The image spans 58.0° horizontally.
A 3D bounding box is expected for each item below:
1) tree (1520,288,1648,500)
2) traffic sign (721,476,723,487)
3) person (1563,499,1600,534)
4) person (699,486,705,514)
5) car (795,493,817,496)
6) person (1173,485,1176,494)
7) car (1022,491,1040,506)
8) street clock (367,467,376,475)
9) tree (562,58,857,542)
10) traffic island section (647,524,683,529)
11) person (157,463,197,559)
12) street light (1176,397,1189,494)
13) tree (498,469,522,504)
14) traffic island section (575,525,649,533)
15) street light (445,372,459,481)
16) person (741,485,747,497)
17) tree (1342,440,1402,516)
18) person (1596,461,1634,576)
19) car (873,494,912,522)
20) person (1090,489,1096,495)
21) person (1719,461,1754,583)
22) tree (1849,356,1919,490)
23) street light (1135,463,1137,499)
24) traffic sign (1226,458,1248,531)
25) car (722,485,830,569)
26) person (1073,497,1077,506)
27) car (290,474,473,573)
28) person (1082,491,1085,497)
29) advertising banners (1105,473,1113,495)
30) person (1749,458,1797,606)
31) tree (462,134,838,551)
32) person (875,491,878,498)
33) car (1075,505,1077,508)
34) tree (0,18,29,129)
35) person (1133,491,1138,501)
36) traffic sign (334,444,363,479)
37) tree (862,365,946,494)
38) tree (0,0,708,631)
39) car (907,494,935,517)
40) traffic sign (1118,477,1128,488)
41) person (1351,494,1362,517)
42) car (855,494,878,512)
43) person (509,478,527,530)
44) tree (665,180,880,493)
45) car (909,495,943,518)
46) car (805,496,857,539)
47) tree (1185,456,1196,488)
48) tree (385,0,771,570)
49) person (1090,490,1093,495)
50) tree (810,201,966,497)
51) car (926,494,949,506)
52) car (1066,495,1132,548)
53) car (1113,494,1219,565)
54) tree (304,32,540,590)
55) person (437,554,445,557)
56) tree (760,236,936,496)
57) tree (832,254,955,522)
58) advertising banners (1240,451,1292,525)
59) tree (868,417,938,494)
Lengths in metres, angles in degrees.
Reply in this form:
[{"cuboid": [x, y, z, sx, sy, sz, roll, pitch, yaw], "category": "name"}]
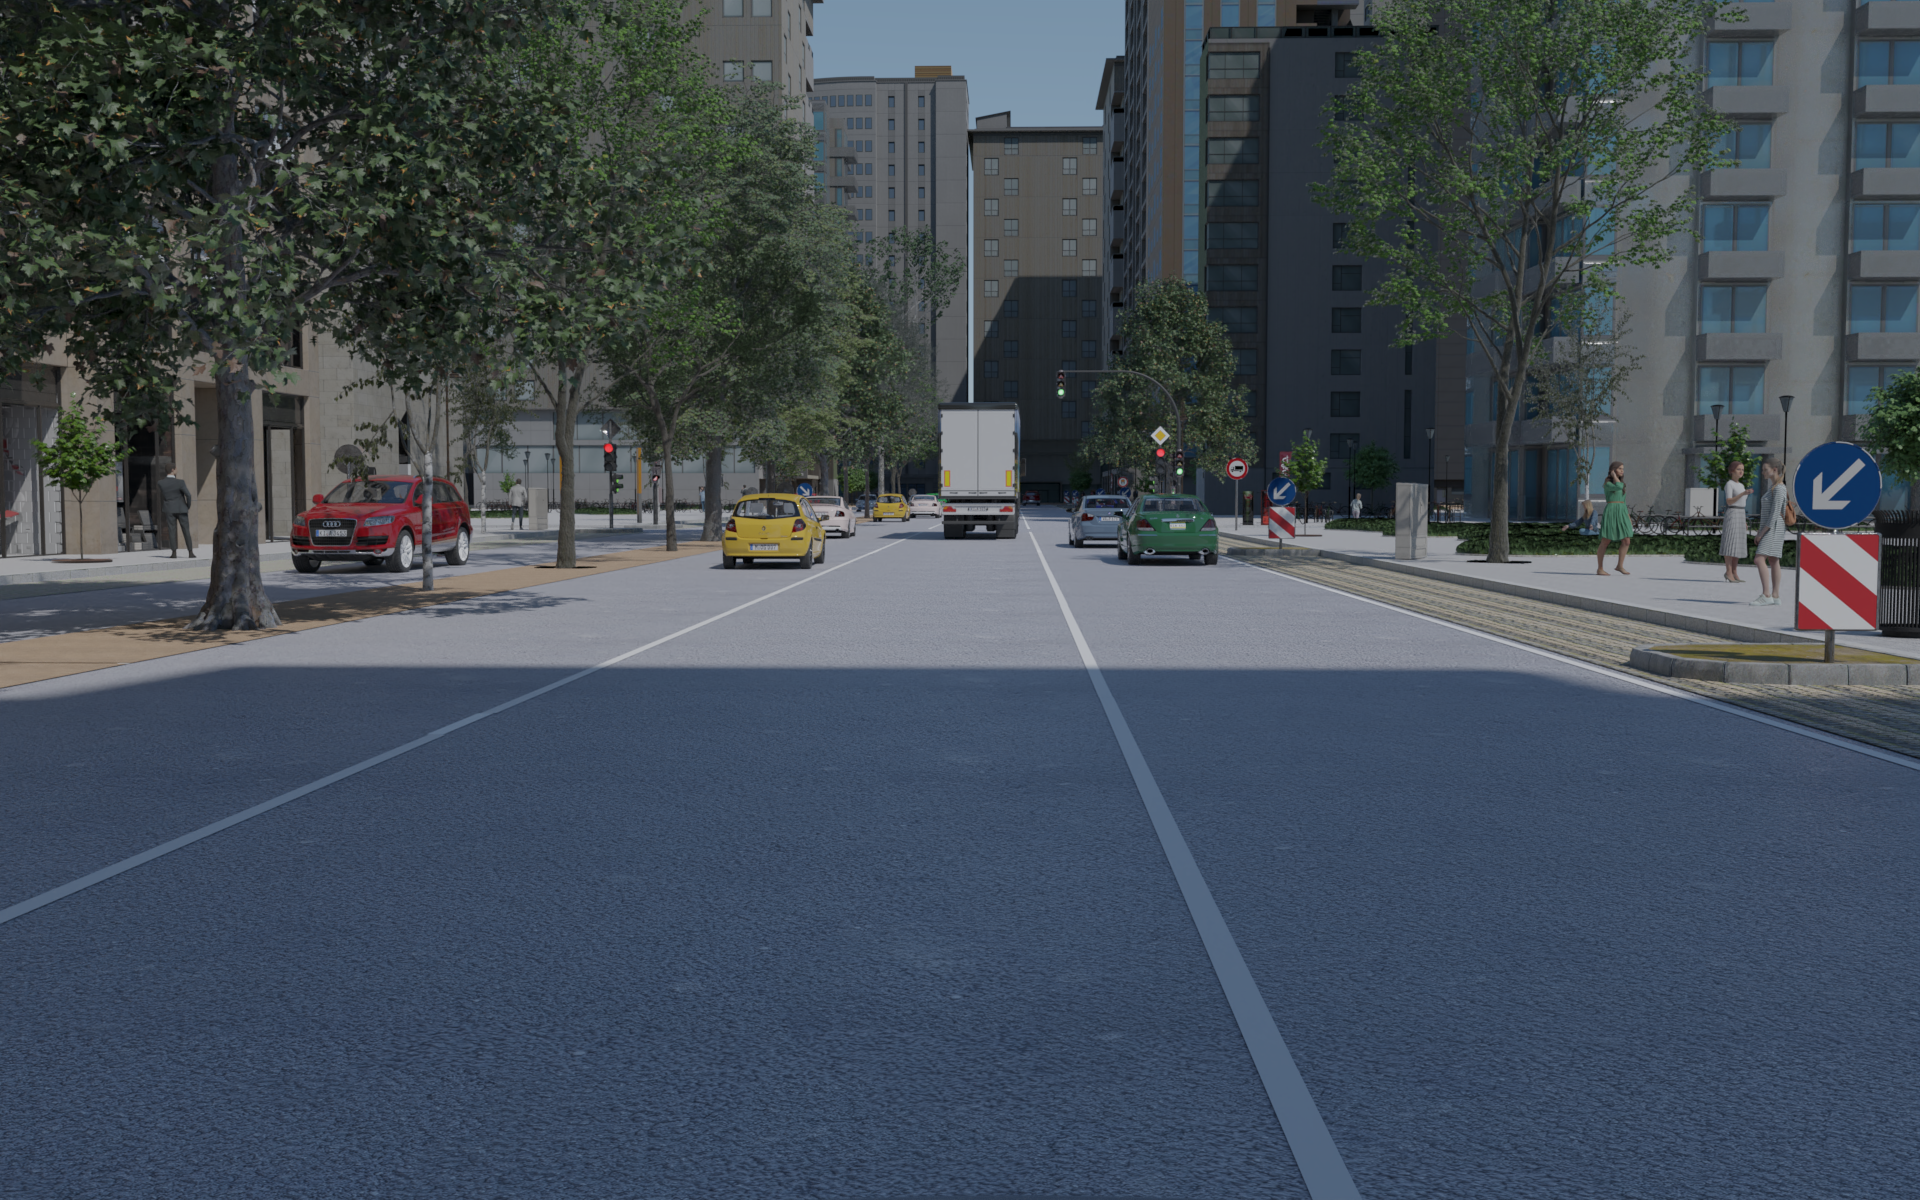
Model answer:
[{"cuboid": [21.577, -6.712, 60.108, 4.360, 8.622, 3.978, 0, 3, 0], "category": "tree"}, {"cuboid": [-13.786, -5.904, 98.654, 0.606, 2.300, 0.079, 0, 4, 3], "category": "traffic sign"}, {"cuboid": [15.062, -1.842, 41.664, 0.738, 1.151, 1.012, 0, 4, -7], "category": "person"}, {"cuboid": [-16.437, -6.435, 111.520, 0.793, 1.790, 0.793, 0, 4, -5], "category": "person"}, {"cuboid": [-8.825, -5.440, 97.987, 2.155, 1.783, 4.494, 0, 4, 3], "category": "car"}, {"cuboid": [12.642, -5.838, 101.678, 0.466, 1.800, 0.511, -1, 4, -15], "category": "person"}, {"cuboid": [8.685, -12.366, 210.850, 2.281, 1.827, 5.304, 0, 3, 0], "category": "car"}, {"cuboid": [-15.687, -2.543, 46.155, 0.358, 2.002, 0.471, -1, 4, -10], "category": "street clock"}, {"cuboid": [-7.470, -8.728, 51.822, 9.857, 13.997, 8.962, 0, 3, 0], "category": "tree"}, {"cuboid": [-12.741, -3.066, 72.404, 2.009, 0.180, 2.903, 0, 4, 2], "category": "traffic island section"}, {"cuboid": [-15.651, -1.786, 34.601, 0.648, 1.900, 0.474, -1, 4, -15], "category": "person"}, {"cuboid": [10.620, -6.729, 82.805, 0.468, 5.910, 1.993, 0, 4, 2], "category": "street light"}, {"cuboid": [-35.143, -8.555, 134.472, 1.663, 3.219, 1.824, 0, 3, 0], "category": "tree"}, {"cuboid": [-12.984, -2.577, 64.422, 2.009, 0.180, 2.903, 0, 4, 2], "category": "traffic island section"}, {"cuboid": [-15.335, -4.835, 51.841, 0.468, 5.910, 1.993, 0, 4, 2], "category": "street light"}, {"cuboid": [-14.340, -6.713, 115.160, 0.474, 1.900, 0.648, 0, 4, 1], "category": "person"}, {"cuboid": [24.308, -7.223, 101.817, 4.285, 4.588, 4.351, 0, 3, 0], "category": "tree"}, {"cuboid": [10.287, -1.280, 27.223, 0.600, 1.795, 0.529, -3, 5, -43], "category": "person"}, {"cuboid": [-3.525, -4.857, 89.629, 2.015, 1.641, 3.980, 0, 4, 3], "category": "car"}, {"cuboid": [14.777, -11.294, 190.835, 1.348, 1.807, 0.705, -2, 4, -27], "category": "person"}, {"cuboid": [11.290, -1.128, 25.059, 0.480, 1.755, 0.524, -3, 5, -40], "category": "person"}, {"cuboid": [21.597, -3.363, 38.702, 4.285, 4.588, 4.351, 0, 3, 0], "category": "tree"}, {"cuboid": [11.570, -8.636, 113.992, 0.468, 5.910, 1.993, 0, 4, 2], "category": "street light"}, {"cuboid": [9.711, -3.712, 60.797, 0.768, 2.556, 0.104, 0, 4, 2], "category": "traffic sign"}, {"cuboid": [-3.653, -1.483, 34.475, 2.015, 1.641, 3.980, 0, 4, 1], "category": "car"}, {"cuboid": [9.565, -7.983, 144.036, 0.505, 1.210, 0.382, 2, 4, 32], "category": "person"}, {"cuboid": [-11.020, -1.504, 33.268, 2.281, 1.827, 5.304, 0, 4, 3], "category": "car"}, {"cuboid": [14.566, -12.038, 204.331, 0.415, 1.643, 0.593, 2, 4, 23], "category": "person"}, {"cuboid": [12.396, -9.042, 144.021, 0.090, 3.025, 2.074, -1, 4, -11], "category": "advertising banners"}, {"cuboid": [9.390, -0.794, 20.027, 0.522, 1.701, 0.512, 1, 4, 14], "category": "person"}, {"cuboid": [-7.133, -6.497, 43.099, 8.767, 10.594, 7.601, 0, 4, 2], "category": "tree"}, {"cuboid": [-10.532, -13.084, 220.773, 0.445, 1.727, 0.742, 1, 4, 21], "category": "person"}, {"cuboid": [5.811, -3.665, 72.510, 1.945, 1.354, 3.894, 0, 4, 0], "category": "car"}, {"cuboid": [-8.393, -4.419, 9.128, 8.767, 10.594, 7.601, 0, 4, 2], "category": "tree"}, {"cuboid": [13.876, -7.961, 135.978, 0.659, 1.850, 0.755, -2, 4, -35], "category": "person"}, {"cuboid": [-15.630, -2.703, 44.294, 0.768, 2.556, 0.104, 0, 4, 2], "category": "traffic sign"}, {"cuboid": [-4.768, -12.037, 125.020, 9.928, 11.665, 9.643, 0, 3, 0], "category": "tree"}, {"cuboid": [-7.718, -6.043, 18.263, 9.611, 12.733, 9.660, 0, 3, 0], "category": "tree"}, {"cuboid": [-2.471, -6.047, 110.872, 2.014, 1.417, 4.499, 0, 4, 1], "category": "car"}, {"cuboid": [11.941, -7.761, 126.993, 0.768, 2.556, 0.104, 0, 4, 6], "category": "traffic sign"}, {"cuboid": [14.612, -3.274, 63.851, 0.425, 1.301, 0.394, 1, 4, 19], "category": "person"}, {"cuboid": [-7.456, -7.858, 140.476, 2.014, 1.417, 4.499, 0, 4, 1], "category": "car"}, {"cuboid": [-15.806, -3.426, 61.898, 0.661, 1.843, 0.795, 0, 4, -2], "category": "person"}, {"cuboid": [-6.710, -8.564, 60.600, 7.486, 12.596, 7.792, 0, 3, 0], "category": "tree"}, {"cuboid": [-2.070, -5.569, 103.417, 2.083, 1.381, 4.827, 0, 4, 2], "category": "car"}, {"cuboid": [-4.467, -2.740, 57.165, 2.083, 1.381, 4.827, 0, 4, 0], "category": "car"}, {"cuboid": [17.568, -8.455, 121.954, 4.285, 4.588, 4.351, 0, 3, 0], "category": "tree"}, {"cuboid": [-7.446, -6.393, 32.743, 9.928, 11.665, 9.643, 0, 3, 0], "category": "tree"}, {"cuboid": [14.272, -10.958, 185.920, 0.721, 1.743, 1.217, -1, 4, -8], "category": "person"}, {"cuboid": [-6.286, -15.535, 112.340, 12.611, 20.169, 13.585, 0, 3, 0], "category": "tree"}, {"cuboid": [-1.662, -6.746, 119.097, 1.959, 1.807, 4.718, 0, 4, 2], "category": "car"}, {"cuboid": [3.924, -2.166, 47.420, 2.014, 1.417, 4.499, 0, 4, 1], "category": "car"}, {"cuboid": [4.339, -1.509, 36.477, 2.131, 1.459, 4.920, 0, 4, 1], "category": "car"}, {"cuboid": [-7.883, -4.452, 25.615, 4.360, 8.622, 3.978, 0, 3, 0], "category": "tree"}, {"cuboid": [-11.929, -1.651, 39.778, 0.425, 1.301, 0.394, 0, 4, 5], "category": "person"}, {"cuboid": [-5.947, -9.549, 75.586, 9.611, 12.733, 9.660, 0, 3, 0], "category": "tree"}, {"cuboid": [-5.805, -10.711, 87.959, 12.009, 13.543, 11.850, 0, 3, 0], "category": "tree"}, {"cuboid": [12.541, -4.570, 70.914, 2.074, 3.025, 0.090, 1, 4, 9], "category": "advertising banners"}, {"cuboid": [-4.613, -12.078, 134.343, 8.767, 10.594, 7.601, 0, 4, 2], "category": "tree"}]
